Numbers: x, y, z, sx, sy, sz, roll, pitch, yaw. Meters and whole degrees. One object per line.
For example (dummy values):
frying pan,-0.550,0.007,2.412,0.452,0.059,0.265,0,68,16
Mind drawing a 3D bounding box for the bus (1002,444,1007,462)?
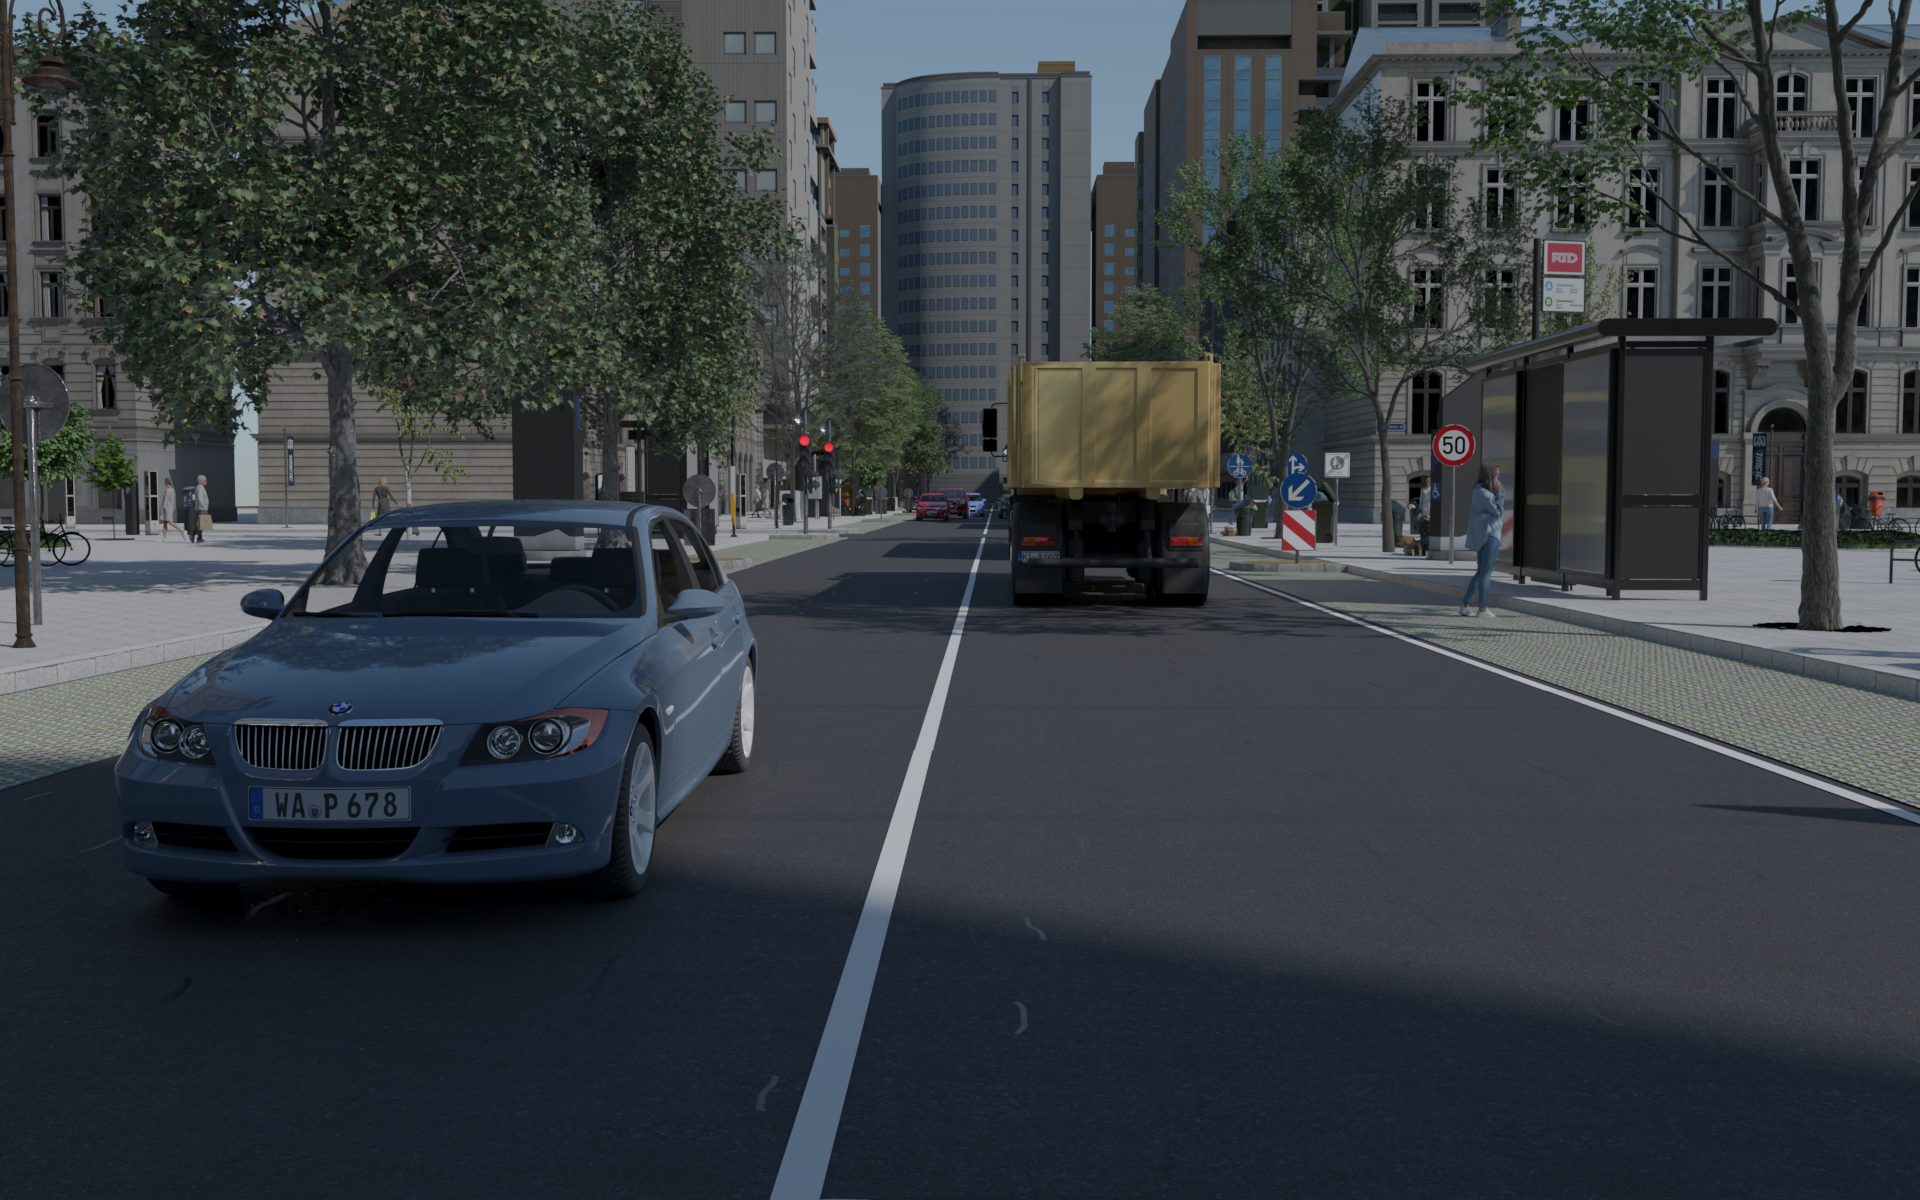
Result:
bus,2.628,-3.148,43.022,2.896,3.916,12.252,0,4,0

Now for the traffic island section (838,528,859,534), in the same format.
traffic island section,-4.798,-2.525,63.563,2.009,0.180,2.903,0,4,1

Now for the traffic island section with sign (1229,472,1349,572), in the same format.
traffic island section with sign,6.104,-1.458,32.474,1.989,1.847,2.006,0,4,1

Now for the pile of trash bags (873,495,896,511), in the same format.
pile of trash bags,-5.724,-7.248,128.262,1.912,1.369,3.447,0,4,1

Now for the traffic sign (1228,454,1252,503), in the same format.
traffic sign,8.816,-3.334,54.611,0.768,2.556,0.104,0,4,6

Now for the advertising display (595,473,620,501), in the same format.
advertising display,-11.090,-3.017,54.545,0.123,1.923,0.974,2,4,34

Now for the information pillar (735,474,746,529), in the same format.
information pillar,-7.998,-3.586,63.124,0.304,2.012,0.304,3,5,41

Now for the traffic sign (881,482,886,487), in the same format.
traffic sign,-6.126,-8.207,134.291,0.768,2.556,0.104,0,4,3

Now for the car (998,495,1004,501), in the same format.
car,4.920,-10.079,177.150,2.083,1.381,4.827,0,4,1

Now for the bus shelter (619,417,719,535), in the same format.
bus shelter,-8.606,-4.462,50.578,2.179,5.291,8.768,0,4,1

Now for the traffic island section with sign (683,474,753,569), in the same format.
traffic island section with sign,-5.095,-1.535,33.725,1.989,1.847,2.006,0,4,1

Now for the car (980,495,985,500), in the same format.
car,1.680,-10.592,185.189,2.014,1.417,4.499,0,4,2

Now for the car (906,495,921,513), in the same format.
car,-3.199,-7.367,133.038,1.945,1.354,3.894,0,4,3

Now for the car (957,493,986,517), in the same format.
car,0.713,-6.227,111.410,1.945,1.707,3.694,0,4,2

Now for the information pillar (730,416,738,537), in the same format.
information pillar,-6.754,-3.682,51.554,0.183,3.616,0.504,0,4,-1

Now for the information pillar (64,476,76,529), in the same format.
information pillar,-32.919,-3.642,64.038,0.304,2.012,0.304,-3,4,-39

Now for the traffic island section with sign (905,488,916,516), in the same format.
traffic island section with sign,-3.385,-6.539,115.535,1.989,1.847,2.006,0,4,1

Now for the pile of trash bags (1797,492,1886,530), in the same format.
pile of trash bags,32.490,-3.277,63.334,3.447,1.369,1.912,-2,4,-24

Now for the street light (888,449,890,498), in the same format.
street light,-5.387,-9.725,131.797,0.468,5.910,1.993,0,4,1

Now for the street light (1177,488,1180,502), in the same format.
street light,8.916,-5.982,70.588,0.468,5.910,1.993,0,4,1

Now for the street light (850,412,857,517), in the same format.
street light,-6.078,-7.669,98.173,0.468,5.910,1.993,0,4,1

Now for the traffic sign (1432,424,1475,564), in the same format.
traffic sign,9.007,-1.931,31.676,0.768,2.556,0.104,0,4,3

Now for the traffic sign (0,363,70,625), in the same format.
traffic sign,-9.040,-1.027,16.901,0.768,2.556,0.104,1,4,8

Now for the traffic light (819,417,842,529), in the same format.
traffic light,-4.758,-4.557,63.428,0.839,4.253,0.868,0,4,1

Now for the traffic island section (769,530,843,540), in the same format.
traffic island section,-4.965,-2.037,55.580,2.009,0.180,2.903,0,4,1

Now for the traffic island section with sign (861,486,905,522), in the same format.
traffic island section with sign,-3.959,-4.864,88.154,1.989,1.847,2.006,0,4,1

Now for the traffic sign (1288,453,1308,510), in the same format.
traffic sign,10.327,-3.264,53.468,0.768,2.556,0.104,0,4,3

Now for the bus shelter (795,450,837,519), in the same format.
bus shelter,-7.783,-6.275,93.881,1.731,3.624,6.357,0,4,1

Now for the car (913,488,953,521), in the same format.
car,-1.430,-5.159,93.386,2.155,1.783,4.494,0,4,1

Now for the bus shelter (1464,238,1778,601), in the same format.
bus shelter,8.762,-2.893,24.938,2.179,5.291,8.768,0,4,1

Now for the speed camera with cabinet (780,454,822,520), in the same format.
speed camera with cabinet,-7.930,-5.617,86.179,2.038,3.252,0.660,1,4,8

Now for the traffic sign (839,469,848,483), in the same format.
traffic sign,-6.156,-5.446,88.770,0.795,2.593,0.064,0,4,2

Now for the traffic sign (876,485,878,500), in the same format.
traffic sign,-5.729,-7.275,119.057,0.768,2.556,0.104,0,4,7

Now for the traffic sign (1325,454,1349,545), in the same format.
traffic sign,9.422,-2.520,43.339,0.606,2.300,0.079,1,4,9

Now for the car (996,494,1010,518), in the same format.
car,3.224,-5.587,103.139,2.131,1.459,4.920,0,4,2

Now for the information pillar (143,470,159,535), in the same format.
information pillar,-25.126,-3.017,53.819,0.304,2.012,0.304,2,4,34

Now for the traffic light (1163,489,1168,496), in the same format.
traffic light,6.534,-4.055,55.221,0.839,4.253,0.868,0,4,1

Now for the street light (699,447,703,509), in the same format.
street light,-7.137,-4.578,47.642,0.468,5.910,1.993,0,4,1

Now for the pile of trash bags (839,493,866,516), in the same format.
pile of trash bags,-6.624,-5.636,101.904,1.912,1.369,3.447,-1,4,-9

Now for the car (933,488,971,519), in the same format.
car,-0.493,-5.714,102.097,2.281,1.827,5.304,0,4,2

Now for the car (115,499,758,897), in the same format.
car,-1.971,0.264,7.694,2.014,1.417,4.499,0,4,1

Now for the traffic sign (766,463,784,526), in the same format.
traffic sign,-7.477,-4.274,69.993,0.768,2.556,0.104,1,4,11

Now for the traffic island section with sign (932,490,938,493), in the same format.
traffic island section with sign,-2.319,-9.634,166.146,1.989,1.847,2.006,0,4,1

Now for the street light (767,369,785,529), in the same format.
street light,-6.797,-5.587,64.135,0.468,5.910,1.993,0,4,1

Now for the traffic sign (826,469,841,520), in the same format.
traffic sign,-6.291,-5.262,86.146,0.768,2.556,0.104,0,4,7

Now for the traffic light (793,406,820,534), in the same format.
traffic light,-4.925,-4.069,55.444,0.839,4.253,0.868,0,4,1
